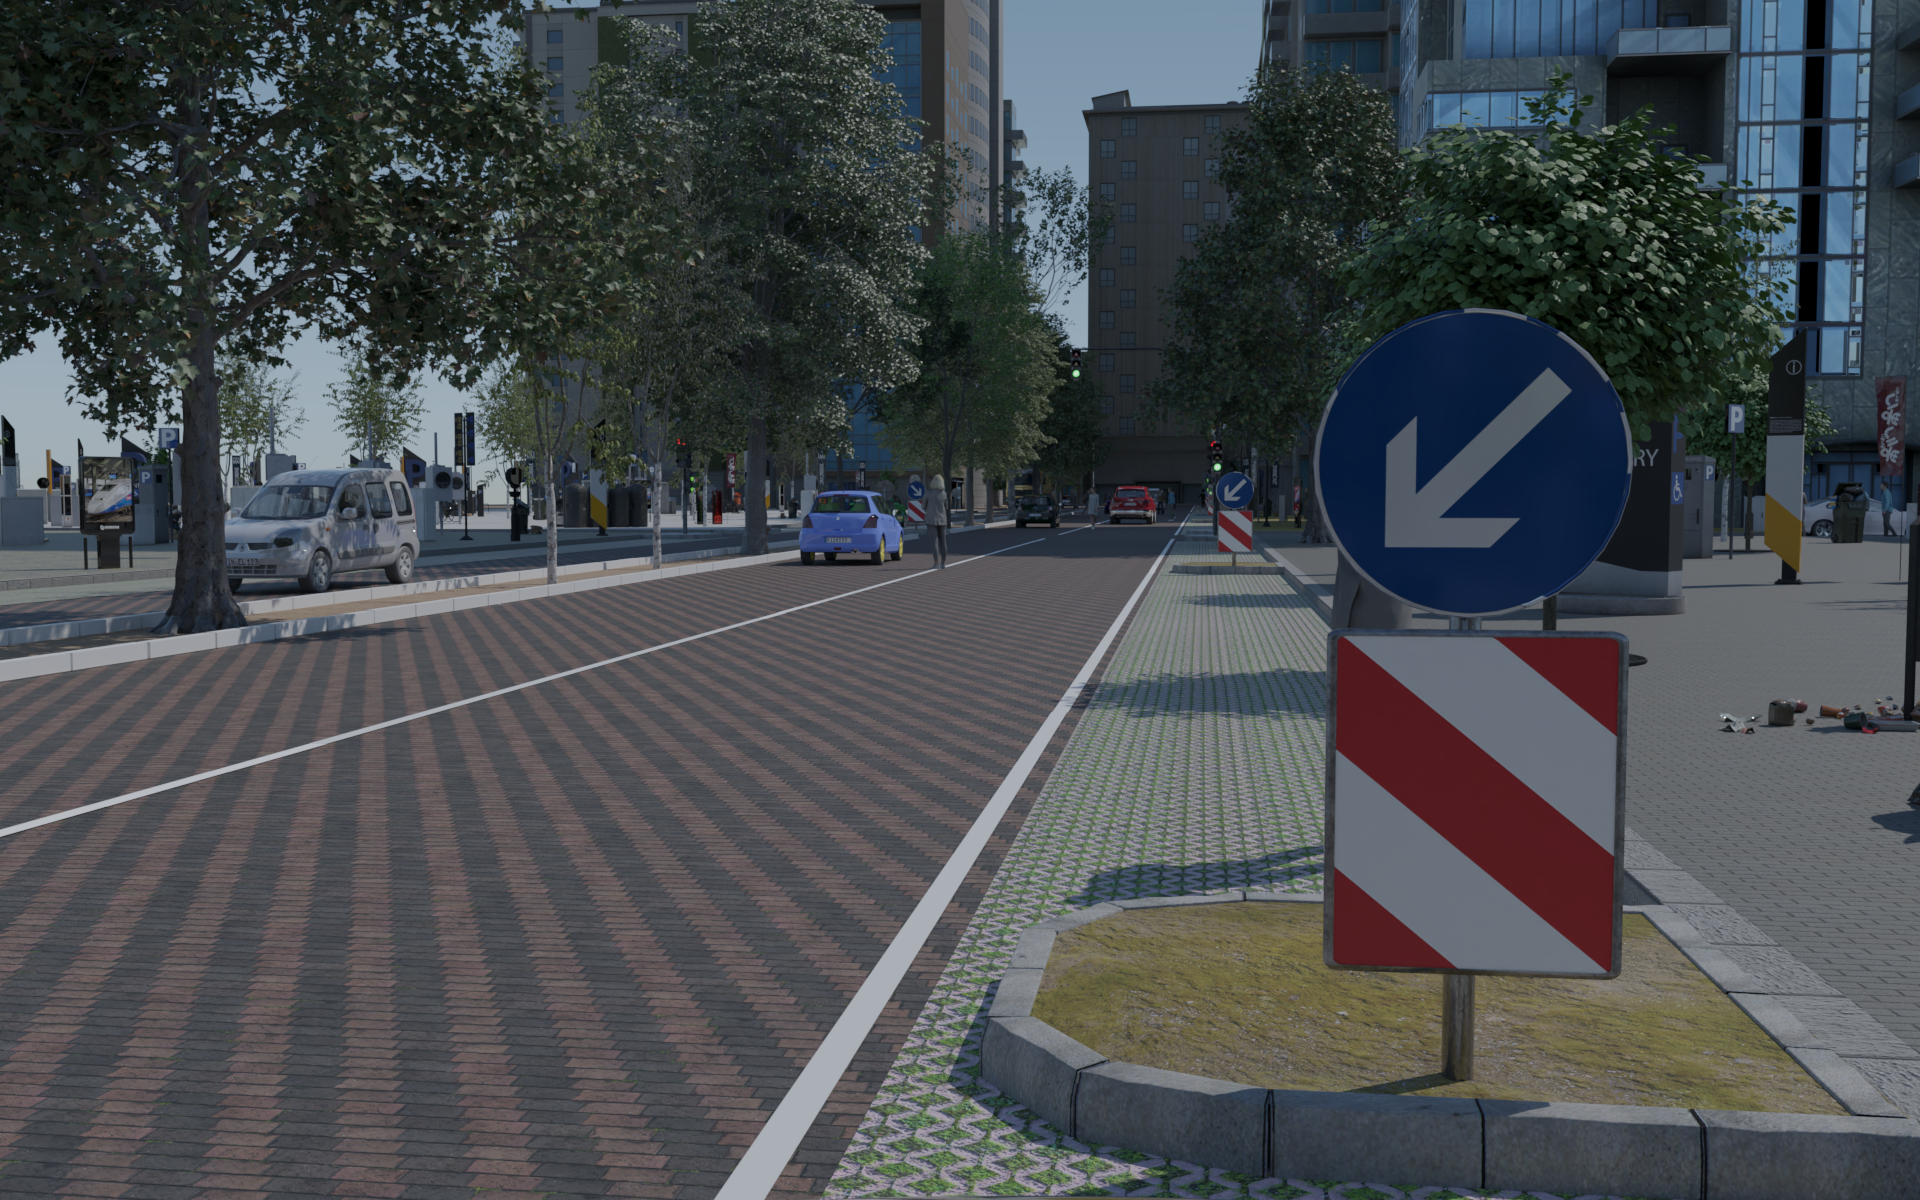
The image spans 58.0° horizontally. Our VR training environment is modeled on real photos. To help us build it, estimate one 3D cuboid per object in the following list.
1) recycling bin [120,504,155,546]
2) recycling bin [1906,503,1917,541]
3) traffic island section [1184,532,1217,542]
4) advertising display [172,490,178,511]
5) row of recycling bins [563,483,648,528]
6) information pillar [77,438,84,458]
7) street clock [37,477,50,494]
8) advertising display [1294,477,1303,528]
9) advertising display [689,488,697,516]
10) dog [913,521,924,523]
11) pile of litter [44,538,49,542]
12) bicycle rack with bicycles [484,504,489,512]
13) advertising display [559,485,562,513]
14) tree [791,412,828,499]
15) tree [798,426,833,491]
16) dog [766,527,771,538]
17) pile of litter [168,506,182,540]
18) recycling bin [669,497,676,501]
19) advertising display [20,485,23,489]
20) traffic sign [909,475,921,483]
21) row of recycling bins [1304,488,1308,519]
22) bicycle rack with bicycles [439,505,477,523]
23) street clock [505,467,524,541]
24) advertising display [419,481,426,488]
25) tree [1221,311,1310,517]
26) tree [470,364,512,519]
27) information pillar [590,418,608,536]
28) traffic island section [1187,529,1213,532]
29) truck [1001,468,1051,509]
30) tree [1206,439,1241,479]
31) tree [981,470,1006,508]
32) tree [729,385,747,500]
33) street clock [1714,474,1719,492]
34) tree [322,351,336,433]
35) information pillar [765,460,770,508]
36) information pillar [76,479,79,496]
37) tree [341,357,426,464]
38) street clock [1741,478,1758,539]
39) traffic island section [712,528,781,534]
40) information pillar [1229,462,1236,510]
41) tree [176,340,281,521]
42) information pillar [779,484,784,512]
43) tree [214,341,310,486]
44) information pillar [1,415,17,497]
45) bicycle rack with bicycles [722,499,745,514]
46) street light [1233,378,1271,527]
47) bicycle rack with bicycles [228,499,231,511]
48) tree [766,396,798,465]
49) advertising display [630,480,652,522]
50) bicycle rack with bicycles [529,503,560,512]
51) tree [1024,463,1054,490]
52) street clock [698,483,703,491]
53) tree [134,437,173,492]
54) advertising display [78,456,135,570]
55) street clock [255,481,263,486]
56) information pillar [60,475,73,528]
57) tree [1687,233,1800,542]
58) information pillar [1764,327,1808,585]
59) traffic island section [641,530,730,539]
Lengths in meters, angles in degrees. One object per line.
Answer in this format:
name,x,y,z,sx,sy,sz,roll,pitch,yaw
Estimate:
recycling bin,-20.619,-1.873,43.175,0.722,1.027,0.722,1,4,21
recycling bin,26.582,-2.146,47.641,0.722,1.027,0.722,-1,4,-16
traffic island section,7.943,-1.911,53.518,2.009,0.180,2.903,0,4,8
advertising display,-50.131,-6.446,110.608,0.123,1.923,0.974,0,4,-6
row of recycling bins,-13.598,-3.646,66.719,3.534,1.692,1.069,-3,5,-43
information pillar,-36.971,-4.987,72.888,0.183,3.616,0.504,-1,4,-10
street clock,-39.298,-4.264,74.283,0.471,2.002,0.358,-2,4,-35
advertising display,12.770,-3.682,65.419,0.123,1.923,0.974,0,4,-2
advertising display,-15.935,-5.999,103.304,0.123,1.923,0.974,-2,4,-29
dog,-2.072,-4.072,86.771,0.550,0.427,0.748,0,4,1
pile of litter,-24.994,-1.960,46.007,1.719,0.858,1.176,3,4,37
bicycle rack with bicycles,-34.085,-6.561,120.653,2.852,0.926,2.925,-2,4,-34
advertising display,-26.474,-6.806,116.484,0.974,1.923,0.123,0,4,-5
tree,-9.770,-9.050,98.332,4.360,8.622,3.978,0,3,0
tree,-12.061,-11.414,136.983,4.737,8.622,4.395,0,3,0
dog,-5.584,-1.797,48.664,0.540,0.507,0.406,-1,4,-9
pile of litter,-22.495,-2.151,49.133,1.719,0.858,1.176,3,5,42
recycling bin,-23.622,-7.865,141.151,0.722,1.027,0.722,2,4,31
advertising display,-68.756,-7.420,126.528,0.123,1.923,0.974,0,4,5
traffic sign,-2.941,-6.881,112.616,0.768,2.556,0.104,1,4,15
row of recycling bins,18.184,-4.895,87.140,1.069,1.692,3.534,0,4,-5
bicycle rack with bicycles,-23.982,-4.008,78.916,2.925,0.926,2.852,1,4,13
street clock,-12.114,-2.604,47.141,0.358,2.002,0.471,3,4,37
advertising display,-26.566,-4.978,86.611,0.974,1.923,0.123,0,4,2
tree,16.281,-10.411,95.973,9.928,11.665,9.643,0,3,0
tree,-23.592,-8.549,90.136,4.360,8.622,3.978,0,3,0
information pillar,-11.055,-3.771,53.011,0.504,3.616,0.183,-1,4,-16
traffic island section,9.050,-2.394,61.426,2.009,0.180,2.903,0,4,8
truck,5.257,-8.391,133.111,3.469,3.379,9.791,1,4,9
tree,30.777,-15.367,201.615,4.360,8.622,3.978,0,3,0
tree,3.613,-10.735,159.232,4.285,4.588,4.351,0,3,0
tree,-13.020,-8.141,83.473,4.737,8.622,4.395,0,3,0
street clock,18.749,-2.380,43.477,0.471,2.002,0.358,-1,4,-9
tree,-23.416,-7.257,69.016,4.737,8.622,4.395,0,3,0
information pillar,-11.582,-6.835,103.111,0.504,3.616,0.183,0,4,-5
information pillar,-41.737,-4.753,82.203,0.304,2.012,0.304,-3,4,-36
tree,-29.928,-8.499,89.314,4.360,8.622,3.978,0,3,0
street clock,22.740,-2.770,49.861,0.358,2.002,0.471,-3,5,-43
traffic island section,-7.777,-2.538,63.778,2.009,0.180,2.903,0,4,8
information pillar,19.237,-8.003,122.205,0.504,3.616,0.183,0,4,7
tree,-30.072,-7.373,70.913,4.737,8.622,4.395,0,3,0
information pillar,-12.754,-7.297,123.802,0.304,2.012,0.304,-1,4,-20
tree,-31.910,-7.829,78.360,4.360,8.622,3.978,0,3,0
information pillar,-28.277,-3.679,51.513,0.183,3.616,0.504,1,4,10
bicycle rack with bicycles,-14.406,-6.181,114.443,2.925,0.926,2.852,-1,4,-20
street light,11.438,-5.811,67.556,1.470,5.913,1.316,0,4,8
bicycle rack with bicycles,-54.306,-7.100,129.462,2.852,0.926,2.925,0,4,5
tree,-12.799,-9.611,107.506,4.737,8.622,4.395,0,3,0
advertising display,-14.698,-4.558,79.735,0.974,1.923,0.123,0,4,-8
bicycle rack with bicycles,-29.386,-6.848,125.351,2.925,0.926,2.852,1,4,12
tree,9.251,-15.237,199.493,4.360,8.622,3.978,0,3,0
street clock,-17.347,-6.797,115.701,0.358,2.002,0.471,-2,4,-28
tree,-24.035,-3.528,52.279,1.663,3.219,1.824,0,3,0
advertising display,-14.619,-1.498,29.699,0.123,1.923,0.974,2,4,29
street clock,-40.275,-5.810,99.570,0.358,2.002,0.471,1,4,9
information pillar,-34.327,-3.794,66.521,0.304,2.012,0.304,3,5,43
tree,20.602,-5.895,46.746,4.737,8.622,4.395,0,3,0
information pillar,11.715,-2.031,24.554,0.504,3.616,0.183,3,4,36
traffic island section,-8.884,-2.054,55.870,2.009,0.180,2.903,0,4,8
